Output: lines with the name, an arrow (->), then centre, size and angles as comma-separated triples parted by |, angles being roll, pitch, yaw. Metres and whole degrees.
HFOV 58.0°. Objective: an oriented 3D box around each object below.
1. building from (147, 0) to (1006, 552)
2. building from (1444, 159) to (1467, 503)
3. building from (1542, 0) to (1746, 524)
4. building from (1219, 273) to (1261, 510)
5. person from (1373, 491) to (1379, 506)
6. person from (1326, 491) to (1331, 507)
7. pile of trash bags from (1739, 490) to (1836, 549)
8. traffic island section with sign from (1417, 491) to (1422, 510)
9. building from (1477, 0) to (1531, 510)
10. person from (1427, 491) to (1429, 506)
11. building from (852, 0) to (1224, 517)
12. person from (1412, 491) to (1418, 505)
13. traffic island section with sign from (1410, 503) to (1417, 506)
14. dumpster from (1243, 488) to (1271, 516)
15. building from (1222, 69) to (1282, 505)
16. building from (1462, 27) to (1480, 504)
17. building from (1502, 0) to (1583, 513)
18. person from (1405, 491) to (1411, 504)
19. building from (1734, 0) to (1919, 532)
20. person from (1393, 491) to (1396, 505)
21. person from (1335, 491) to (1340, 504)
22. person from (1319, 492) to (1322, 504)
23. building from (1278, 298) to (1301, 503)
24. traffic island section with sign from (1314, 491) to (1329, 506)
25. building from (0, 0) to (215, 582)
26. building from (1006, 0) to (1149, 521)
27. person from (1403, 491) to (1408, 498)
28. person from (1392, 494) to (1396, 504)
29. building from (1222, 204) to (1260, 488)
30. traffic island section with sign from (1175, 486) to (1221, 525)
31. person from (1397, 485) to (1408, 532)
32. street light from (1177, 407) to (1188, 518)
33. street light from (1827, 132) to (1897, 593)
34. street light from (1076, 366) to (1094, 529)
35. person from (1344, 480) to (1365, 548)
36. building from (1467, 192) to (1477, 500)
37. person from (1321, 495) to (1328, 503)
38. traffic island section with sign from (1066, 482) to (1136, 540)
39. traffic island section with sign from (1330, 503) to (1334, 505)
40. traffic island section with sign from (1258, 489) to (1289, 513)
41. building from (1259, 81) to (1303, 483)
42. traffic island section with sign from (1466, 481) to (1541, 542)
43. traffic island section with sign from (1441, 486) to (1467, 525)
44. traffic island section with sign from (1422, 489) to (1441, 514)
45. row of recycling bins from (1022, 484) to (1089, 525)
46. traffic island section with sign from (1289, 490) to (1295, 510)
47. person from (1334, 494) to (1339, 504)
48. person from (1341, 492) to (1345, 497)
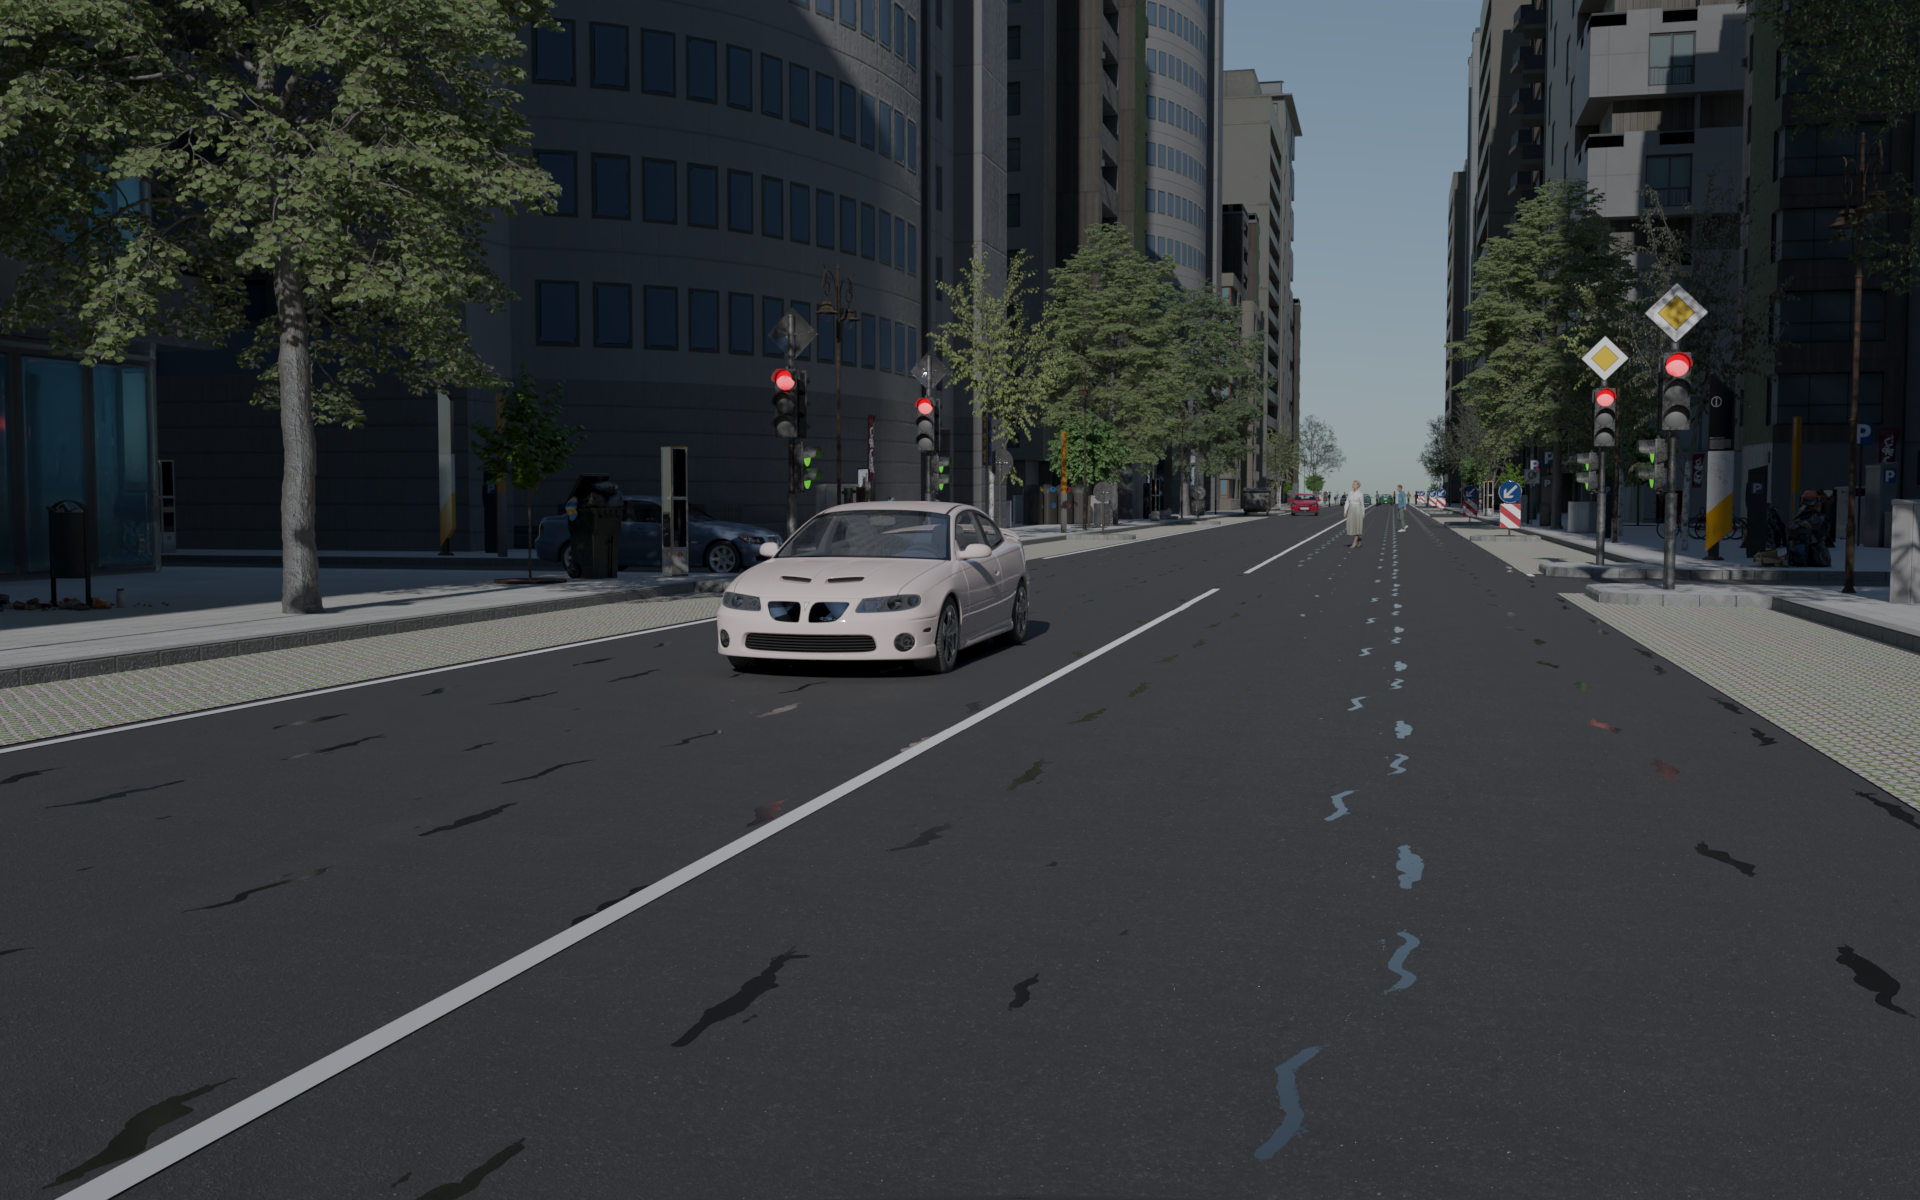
building -> -11.852, -31.151, 51.319 | 21.231, 58.520, 28.212 | 1, 4, 14
building -> 79.915, -37.950, 244.186 | 21.300, 48.544, 21.600 | 1, 4, 14
building -> 44.157, -30.342, 85.334 | 28.713, 52.752, 27.495 | 1, 4, 14
building -> 11.411, -18.830, 152.904 | 27.650, 21.520, 28.899 | 1, 4, 14
person -> 48.726, -11.863, 202.451 | 0.705, 1.826, 1.348 | 3, 5, 40
person -> 40.920, -11.187, 192.226 | 0.721, 1.723, 1.217 | 2, 4, 29
pile of trash bags -> 20.186, -1.963, 41.850 | 1.912, 1.369, 3.447 | 3, 5, 39
traffic island section with sign -> 41.842, -8.881, 153.834 | 1.989, 1.847, 2.006 | 1, 4, 14
building -> 55.441, -32.015, 147.152 | 21.300, 48.544, 21.600 | 1, 4, 14
person -> 54.994, -11.921, 203.413 | 0.705, 1.824, 1.348 | 0, 4, 5
building -> 6.858, -35.568, 123.533 | 21.231, 58.520, 28.212 | 1, 4, 14
person -> 55.061, -12.278, 209.205 | 0.705, 1.831, 1.348 | 3, 5, 42
traffic island section with sign -> 55.204, -12.150, 207.271 | 1.989, 1.847, 2.006 | 1, 4, 14
dumpster -> 19.669, -6.517, 114.760 | 1.865, 1.857, 1.264 | 1, 4, 14
building -> 26.199, -35.473, 203.687 | 21.300, 48.544, 21.600 | 1, 4, 14
building -> 74.660, -41.382, 218.586 | 21.231, 58.520, 28.212 | 1, 4, 14
building -> 50.623, -28.603, 122.276 | 22.147, 44.769, 28.867 | 1, 4, 14
person -> 64.564, -14.728, 249.400 | 0.705, 1.812, 1.348 | -2, 4, -29
building -> 33.657, -17.504, 57.886 | 14.160, 30.474, 14.107 | 1, 4, 14
person -> 59.274, -13.946, 236.484 | 0.705, 1.831, 1.348 | 0, 4, 6
person -> 56.981, -15.474, 261.371 | 0.709, 1.838, 0.599 | 2, 4, 34
person -> 48.453, -13.670, 232.669 | 0.621, 1.740, 0.551 | -1, 4, -17
building -> 41.102, -29.104, 247.549 | 14.160, 30.474, 14.107 | 1, 4, 14
traffic island section with sign -> 43.561, -12.373, 210.923 | 1.989, 1.847, 2.006 | 1, 4, 14
building -> -27.777, -24.536, 20.772 | 30.456, 49.044, 23.786 | 1, 4, 14
building -> 1.434, -19.261, 86.620 | 14.160, 30.474, 14.107 | 1, 4, 14
person -> 60.296, -13.879, 235.437 | 1.348, 1.822, 0.705 | 3, 5, 43
person -> 64.765, -15.218, 258.003 | 1.217, 1.739, 0.721 | 2, 4, 26
building -> 22.149, -24.515, 172.528 | 14.160, 30.474, 14.107 | 1, 4, 14
traffic island section with sign -> 11.260, -4.466, 81.640 | 1.989, 1.847, 2.006 | 1, 4, 14
person -> 16.865, -3.497, 66.018 | 0.444, 1.785, 0.601 | 1, 4, 15
street light -> 11.692, -7.238, 91.124 | 0.468, 5.910, 1.993 | 1, 4, 14
street light -> 11.540, -3.029, 22.308 | 0.468, 5.910, 1.993 | 1, 4, 14
street light -> 4.518, -5.494, 62.620 | 0.468, 5.910, 1.993 | 1, 4, 14
person -> 10.574, -2.295, 46.250 | 0.641, 1.798, 0.478 | -3, 5, -42
building -> 56.143, -24.110, 165.895 | 14.160, 30.474, 14.107 | 1, 4, 14
person -> 50.608, -14.150, 239.942 | 1.348, 1.812, 0.705 | 3, 5, 41
traffic island section with sign -> 4.494, -2.808, 54.537 | 1.989, 1.847, 2.006 | 1, 4, 14
traffic island section with sign -> 50.182, -13.992, 237.392 | 1.989, 1.847, 2.006 | 1, 4, 14
traffic island section with sign -> 23.534, -7.467, 130.714 | 1.989, 1.847, 2.006 | 1, 4, 14
building -> 29.683, -39.087, 228.313 | 28.713, 52.752, 27.495 | 1, 4, 14
traffic island section with sign -> 16.609, -2.702, 52.812 | 1.989, 1.847, 2.006 | 1, 4, 14
traffic island section with sign -> 23.273, -4.334, 79.488 | 1.989, 1.847, 2.006 | 1, 4, 14
traffic island section with sign -> 35.117, -7.235, 126.925 | 1.989, 1.847, 2.006 | 1, 4, 14
row of recycling bins -> 3.984, -4.017, 72.784 | 3.534, 1.692, 1.069 | -3, 5, -42
traffic island section with sign -> 30.135, -9.085, 157.172 | 1.989, 1.847, 2.006 | 1, 4, 14
person -> 52.417, -14.037, 241.239 | 0.697, 1.427, 0.421 | 1, 4, 22
person -> 55.101, -14.619, 248.309 | 1.217, 1.735, 0.721 | -1, 4, -12
